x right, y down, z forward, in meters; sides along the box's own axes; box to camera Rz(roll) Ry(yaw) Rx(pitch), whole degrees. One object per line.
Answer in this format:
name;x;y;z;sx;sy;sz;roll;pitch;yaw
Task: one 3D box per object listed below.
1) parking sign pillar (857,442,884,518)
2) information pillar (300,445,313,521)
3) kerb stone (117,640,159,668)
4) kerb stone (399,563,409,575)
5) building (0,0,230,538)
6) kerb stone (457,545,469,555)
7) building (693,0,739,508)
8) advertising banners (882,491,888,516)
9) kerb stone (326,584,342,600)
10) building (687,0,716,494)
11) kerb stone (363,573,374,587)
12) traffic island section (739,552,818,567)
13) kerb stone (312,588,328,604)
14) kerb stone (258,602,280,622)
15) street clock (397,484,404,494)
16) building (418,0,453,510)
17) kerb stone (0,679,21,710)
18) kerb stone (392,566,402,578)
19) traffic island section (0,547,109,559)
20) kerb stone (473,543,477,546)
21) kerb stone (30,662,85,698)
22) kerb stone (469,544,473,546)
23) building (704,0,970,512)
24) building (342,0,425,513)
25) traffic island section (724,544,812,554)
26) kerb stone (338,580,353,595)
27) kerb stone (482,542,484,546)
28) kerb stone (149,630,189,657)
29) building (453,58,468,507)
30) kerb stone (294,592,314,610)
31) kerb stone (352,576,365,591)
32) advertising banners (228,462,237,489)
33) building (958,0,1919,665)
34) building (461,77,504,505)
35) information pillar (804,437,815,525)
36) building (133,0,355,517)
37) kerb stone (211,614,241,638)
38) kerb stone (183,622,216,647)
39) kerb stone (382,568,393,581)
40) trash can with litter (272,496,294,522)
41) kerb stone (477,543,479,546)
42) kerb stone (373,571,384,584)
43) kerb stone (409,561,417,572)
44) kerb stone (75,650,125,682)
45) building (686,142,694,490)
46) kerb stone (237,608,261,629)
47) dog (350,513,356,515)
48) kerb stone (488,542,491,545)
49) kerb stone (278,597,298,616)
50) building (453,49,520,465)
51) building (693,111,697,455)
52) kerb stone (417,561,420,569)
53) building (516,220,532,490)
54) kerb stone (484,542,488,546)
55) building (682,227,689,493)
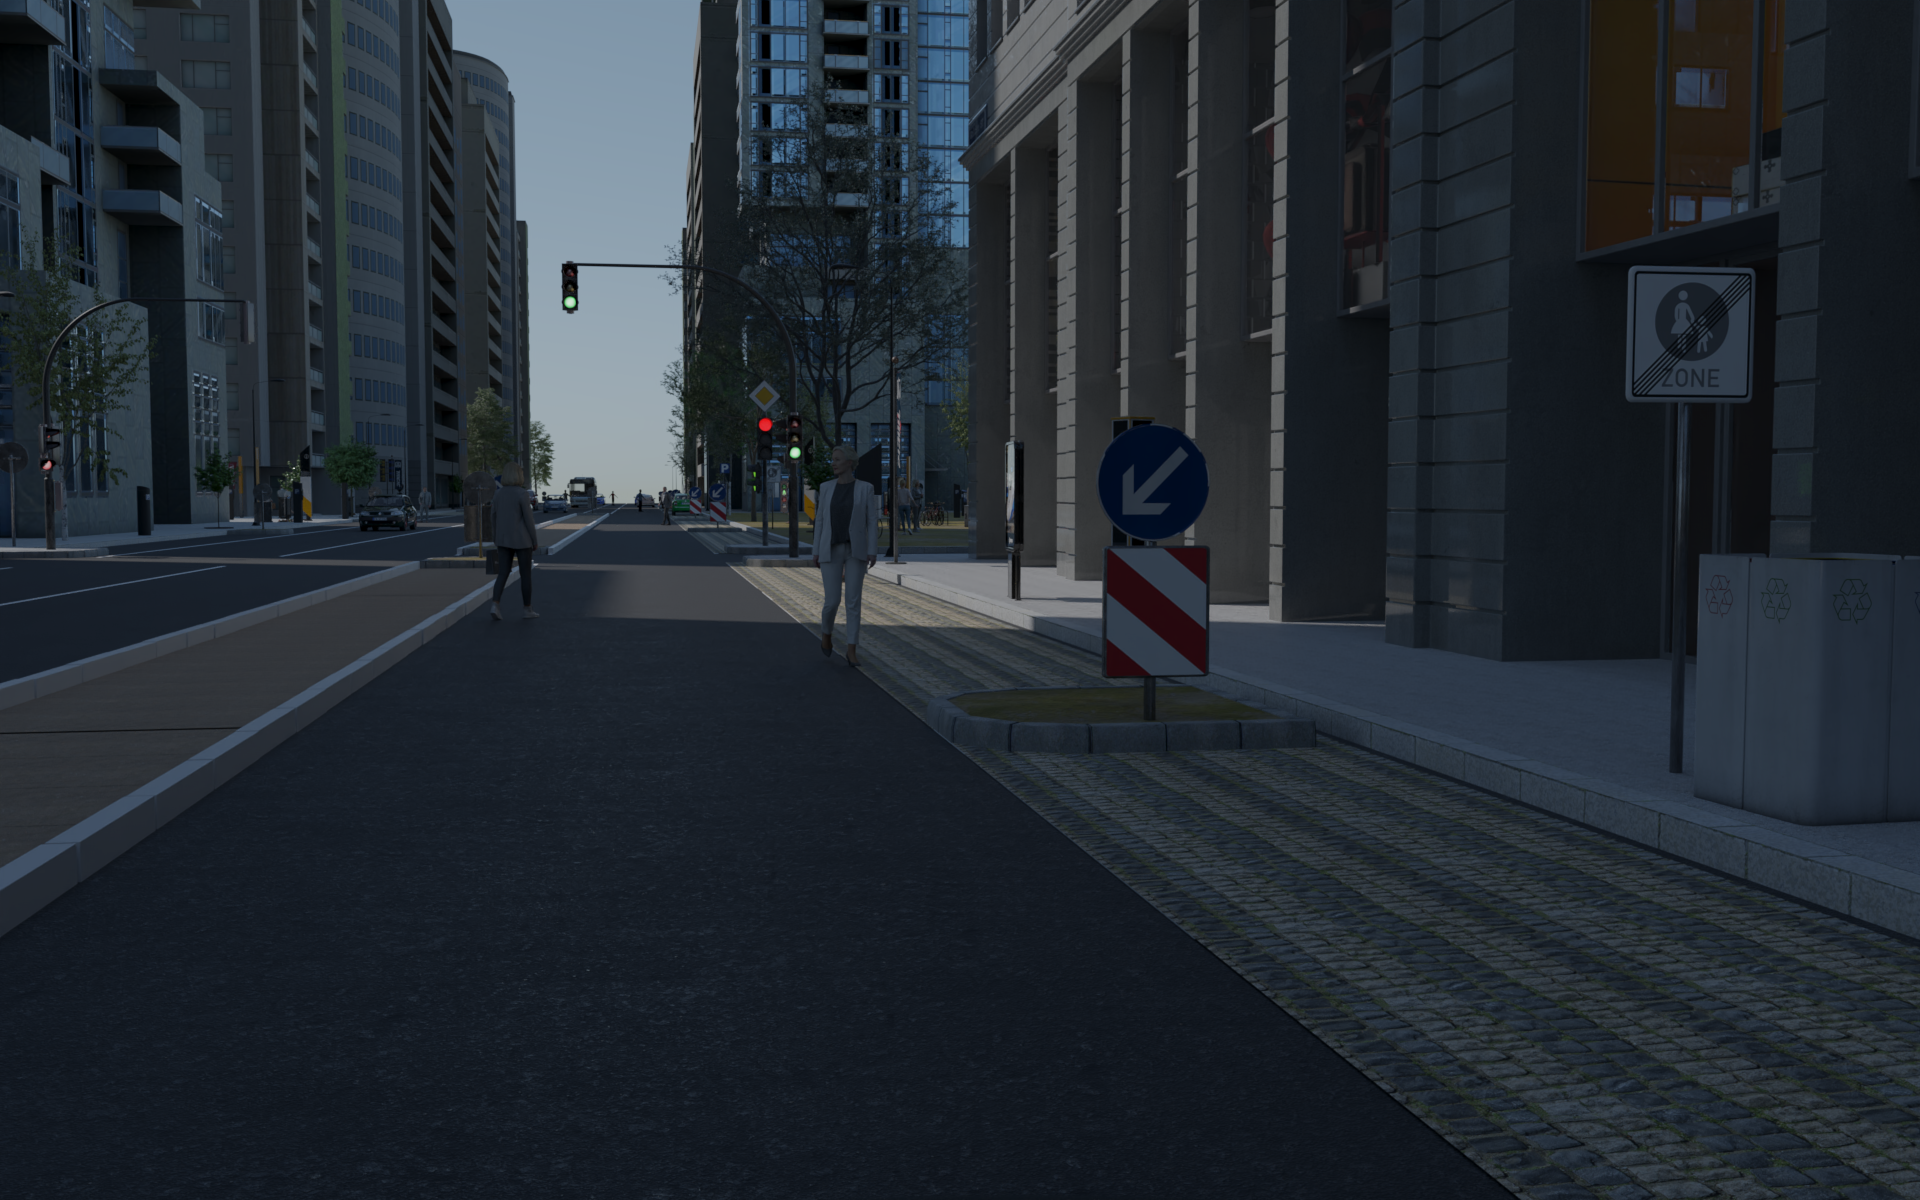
parking sign pillar;-4.712;-6.221;90.187;1.447;3.967;1.447;0;4;-2
information pillar;-31.114;-5.568;82.397;0.504;3.616;0.183;0;4;4
kerb stone;-6.958;0.472;14.555;0.120;0.150;1.000;-1;4;-10
kerb stone;-9.932;-0.519;30.683;0.120;0.150;1.000;-1;4;-10
building;-40.063;-45.757;60.803;22.319;86.520;31.000;-1;4;-10
kerb stone;-11.891;-1.171;41.334;0.120;0.150;1.000;-1;4;-10
building;-14.539;-33.264;167.574;21.300;48.544;21.600;-1;4;-10
advertising banners;-4.465;-6.573;103.649;0.090;3.025;2.074;2;4;28
kerb stone;-8.622;-0.089;23.643;0.120;0.150;1.000;-1;4;-10
building;-29.184;-49.687;250.638;20.563;71.187;20.611;-1;4;-10
kerb stone;-9.193;-0.271;26.659;0.120;0.150;1.000;-1;4;-10
traffic island section;-3.345;-0.780;35.030;2.009;0.180;2.903;-1;4;-10
kerb stone;-8.444;-0.027;22.637;0.120;0.150;1.000;-1;4;-10
kerb stone;-7.890;0.161;19.600;0.120;0.150;1.000;-1;4;-10
street clock;-36.720;-6.665;113.546;0.471;2.002;0.358;0;4;-3
building;-55.473;-32.130;149.022;21.300;48.544;21.600;-1;4;-10
kerb stone;-6.398;0.652;11.528;0.120;0.150;1.000;-1;4;-10
kerb stone;-9.745;-0.452;29.678;0.120;0.150;1.000;-1;4;-10
traffic island section;-20.964;-1.079;39.916;2.009;0.180;2.903;-1;4;-10
kerb stone;-12.261;-1.293;43.347;0.120;0.150;1.000;-1;4;-10
kerb stone;-6.579;0.594;12.538;0.120;0.150;1.000;-1;4;-10
kerb stone;-12.077;-1.232;42.341;0.120;0.150;1.000;-1;4;-10
building;-9.184;-50.592;139.842;22.319;86.520;31.000;-1;4;-10
building;-51.304;-35.609;124.206;21.231;58.520;28.212;-1;4;-10
traffic island section;-4.794;-1.260;42.883;2.009;0.180;2.903;-1;4;-10
kerb stone;-8.816;-0.150;24.649;0.120;0.150;1.000;-1;4;-10
kerb stone;-12.634;-1.417;45.356;0.120;0.150;1.000;-1;4;-10
kerb stone;-7.144;0.406;15.560;0.120;0.150;1.000;-1;4;-10
building;-55.697;-31.629;167.246;14.600;45.320;14.200;-1;4;-10
kerb stone;-8.260;0.035;21.623;0.120;0.150;1.000;-1;4;-10
kerb stone;-9.000;-0.212;25.655;0.120;0.150;1.000;-1;4;-10
advertising banners;-39.977;-5.933;93.198;2.074;3.025;0.090;-2;4;-28
building;8.125;-14.855;20.370;11.434;29.767;29.804;-1;4;-10
building;-65.852;-35.507;204.237;21.300;48.544;21.600;-1;4;-10
information pillar;-6.168;-4.879;71.124;0.504;3.616;0.183;2;4;31
building;-44.511;-25.590;101.997;14.154;41.232;14.086;-1;4;-10
kerb stone;-7.503;0.282;17.584;0.120;0.150;1.000;-1;4;-10
kerb stone;-7.325;0.344;16.572;0.120;0.150;1.000;-1;4;-10
kerb stone;-9.561;-0.395;28.672;0.120;0.150;1.000;-1;4;-10
trash can with litter;-30.762;-4.194;79.629;1.678;1.210;2.233;-1;4;-14
kerb stone;-12.450;-1.355;44.351;0.120;0.150;1.000;-1;4;-10
kerb stone;-9.377;-0.334;27.664;0.120;0.150;1.000;-1;4;-10
kerb stone;-10.116;-0.579;31.690;0.120;0.150;1.000;-1;4;-10
kerb stone;-6.767;0.529;13.550;0.120;0.150;1.000;-1;4;-10
building;-24.977;-37.028;229.112;21.300;48.544;21.600;-1;4;-10
kerb stone;-7.699;0.221;18.588;0.120;0.150;1.000;-1;4;-10
dog;-36.522;-5.262;103.773;0.748;0.427;0.550;2;4;32
kerb stone;-13.004;-1.539;47.367;0.120;0.150;1.000;-1;4;-10
kerb stone;-8.069;0.097;20.611;0.120;0.150;1.000;-1;4;-10
building;-70.136;-41.983;228.423;21.231;58.520;28.212;-1;4;-10
building;-21.218;-30.655;184.809;14.154;41.232;14.086;-1;4;-10
kerb stone;-10.303;-0.638;32.695;0.120;0.150;1.000;-1;4;-10
building;-69.840;-34.671;250.469;14.154;41.232;14.086;-1;4;-10
kerb stone;-12.816;-1.478;46.362;0.120;0.150;1.000;-1;4;-10
building;-35.811;-35.740;267.942;14.154;41.232;14.086;-1;4;-10
